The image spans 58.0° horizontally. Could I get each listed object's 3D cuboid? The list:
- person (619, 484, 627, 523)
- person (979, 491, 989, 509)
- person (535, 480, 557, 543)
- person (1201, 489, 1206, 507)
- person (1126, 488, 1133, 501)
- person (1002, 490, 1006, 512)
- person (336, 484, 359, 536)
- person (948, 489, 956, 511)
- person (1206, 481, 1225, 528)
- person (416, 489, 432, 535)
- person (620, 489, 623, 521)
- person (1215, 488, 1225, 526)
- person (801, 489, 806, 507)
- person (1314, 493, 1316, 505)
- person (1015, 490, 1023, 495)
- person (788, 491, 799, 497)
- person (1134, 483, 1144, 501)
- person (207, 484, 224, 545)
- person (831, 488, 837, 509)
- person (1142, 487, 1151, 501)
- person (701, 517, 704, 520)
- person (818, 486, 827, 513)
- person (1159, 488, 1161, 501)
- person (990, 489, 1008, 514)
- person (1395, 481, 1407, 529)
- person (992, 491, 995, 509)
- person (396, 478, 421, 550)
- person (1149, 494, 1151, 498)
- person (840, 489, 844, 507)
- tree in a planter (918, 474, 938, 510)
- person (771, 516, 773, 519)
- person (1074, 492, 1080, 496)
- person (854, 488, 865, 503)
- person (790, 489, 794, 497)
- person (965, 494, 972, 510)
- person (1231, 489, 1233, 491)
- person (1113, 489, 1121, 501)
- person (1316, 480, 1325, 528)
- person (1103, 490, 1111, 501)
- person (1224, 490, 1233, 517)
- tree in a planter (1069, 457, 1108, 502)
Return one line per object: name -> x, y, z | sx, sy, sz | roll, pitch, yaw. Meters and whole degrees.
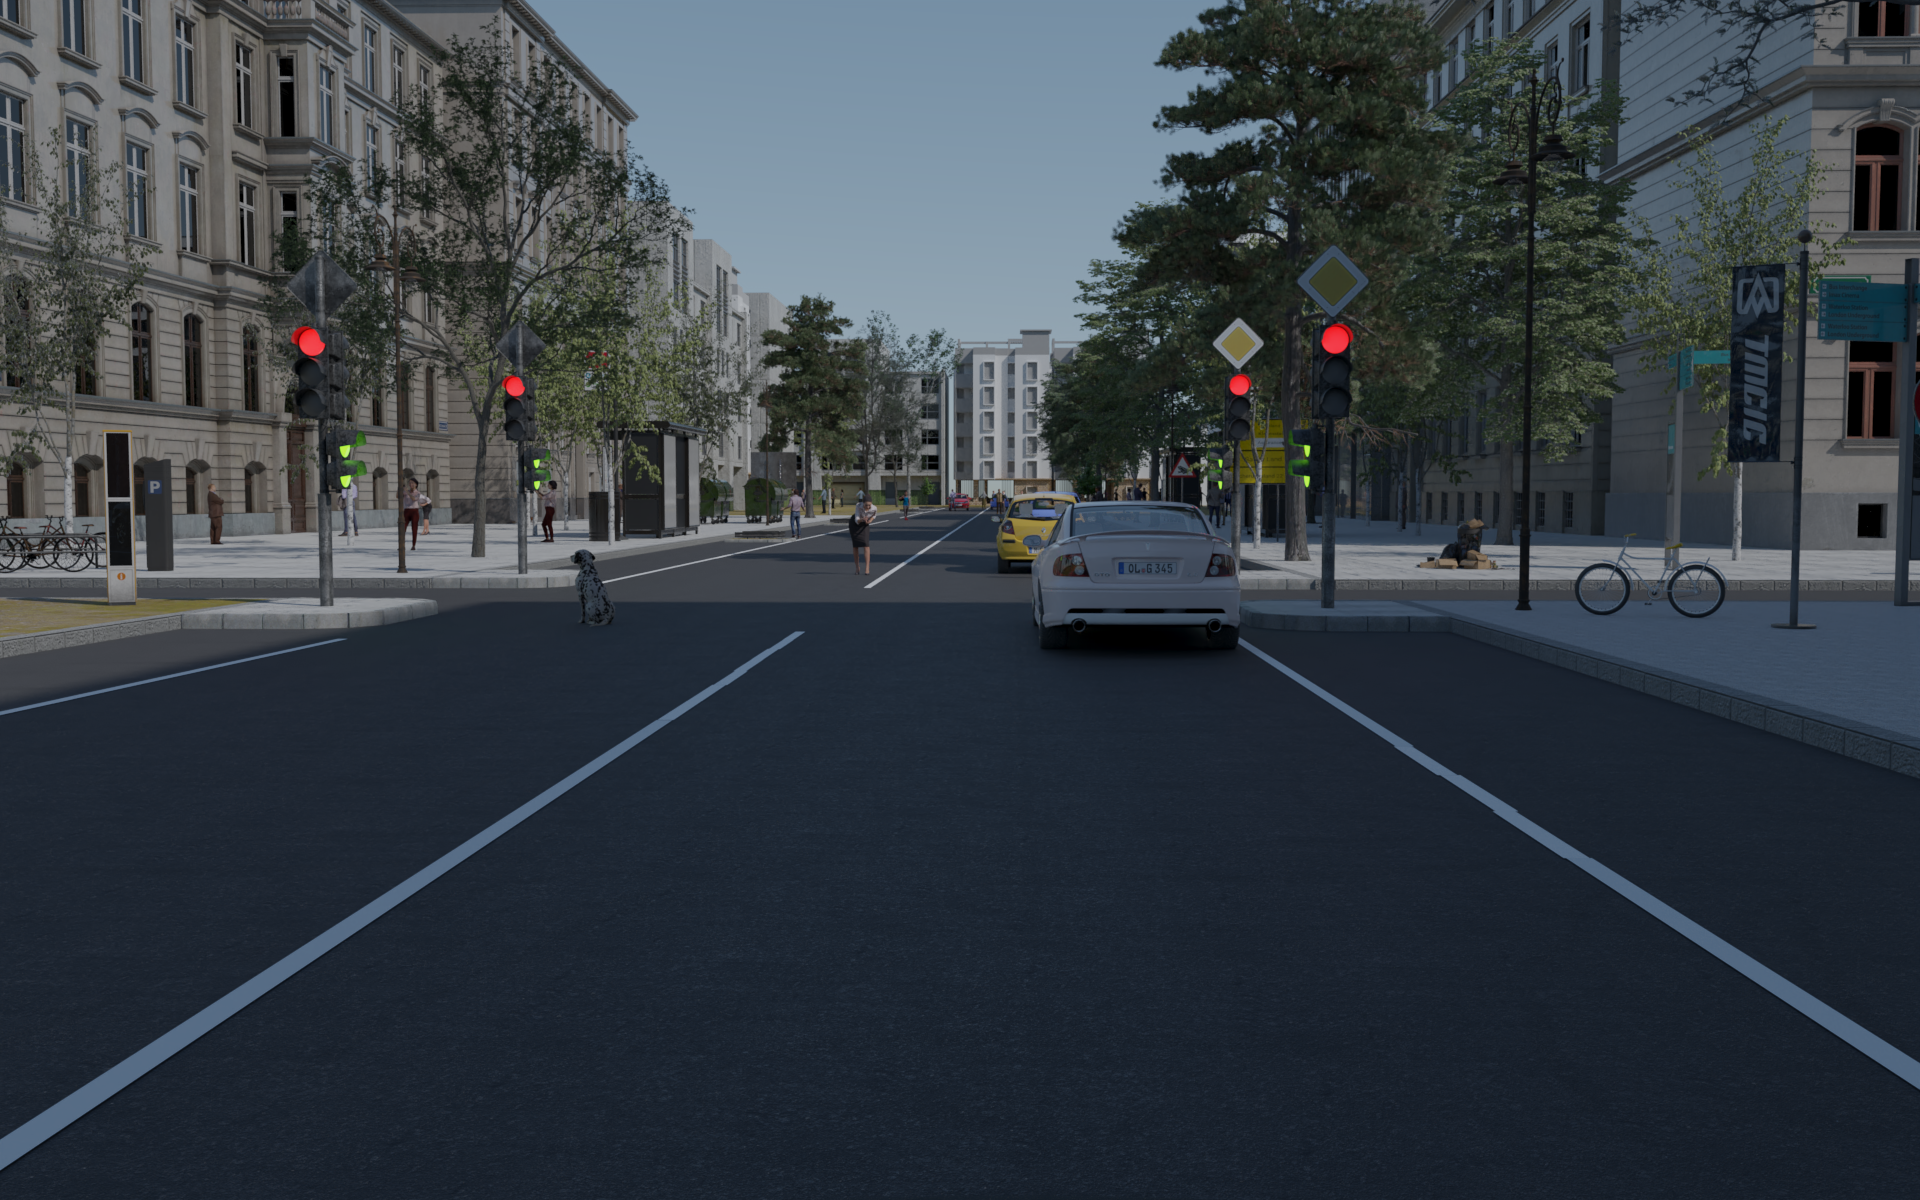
person -> -14.988, -4.270, 76.550 | 0.565, 1.739, 0.600 | 3, 5, 43
person -> 2.324, -9.562, 165.567 | 1.217, 1.736, 0.721 | 2, 4, 27
person -> -10.933, -2.338, 45.735 | 0.566, 1.644, 0.517 | 2, 4, 28
person -> 24.645, -10.465, 177.281 | 1.348, 1.807, 0.705 | -1, 4, -17
person -> 9.150, -5.221, 93.363 | 0.435, 1.587, 0.963 | -1, 4, -12
person -> 3.294, -7.786, 136.602 | 0.742, 1.727, 0.445 | 2, 4, 35
person -> -18.598, -2.848, 52.483 | 0.599, 1.838, 0.709 | 2, 4, 29
person -> -0.649, -8.270, 143.587 | 0.709, 1.838, 0.599 | -1, 4, -23
person -> 9.587, -3.569, 64.922 | 0.617, 1.759, 0.750 | 1, 4, 22
person -> -16.702, -2.717, 53.652 | 0.628, 1.438, 0.799 | 0, 4, -6
person -> -16.218, -4.650, 82.777 | 0.504, 1.737, 0.576 | 2, 4, 29
person -> 10.633, -3.830, 70.723 | 0.516, 1.574, 0.319 | -2, 4, -31
person -> -15.751, -10.304, 175.042 | 0.617, 1.759, 0.750 | -2, 4, -26
person -> 19.517, -5.366, 96.051 | 0.482, 1.546, 0.388 | -3, 5, -44
person -> 4.565, -7.515, 132.174 | 0.742, 1.727, 0.445 | -2, 4, -23
person -> -14.940, -9.089, 155.171 | 1.217, 1.766, 0.721 | 1, 4, 12
person -> 8.056, -4.361, 77.798 | 0.568, 1.767, 0.683 | -3, 4, -36
person -> -18.875, -2.179, 43.940 | 0.388, 1.546, 0.482 | -2, 4, -32
person -> -11.115, -8.931, 152.196 | 0.705, 1.807, 1.348 | 1, 4, 15
person -> 14.891, -8.181, 139.813 | 1.348, 1.822, 0.705 | 2, 4, 29
person -> -12.489, -4.654, 84.355 | 0.499, 1.552, 0.429 | 1, 4, 15
person -> -9.045, -6.641, 114.609 | 0.705, 1.826, 1.348 | 1, 4, 16
person -> 15.330, -7.694, 132.670 | 1.217, 1.723, 0.721 | 0, 4, -3
person -> 2.807, -7.049, 123.848 | 1.348, 1.812, 0.705 | -1, 4, -11
person -> 16.117, -3.466, 63.271 | 0.434, 1.755, 0.990 | 0, 4, 7
person -> 3.389, -9.712, 167.814 | 0.750, 1.759, 0.617 | 1, 4, 14
person -> -12.521, -1.948, 39.346 | 0.566, 1.644, 0.517 | -3, 5, -41
person -> 18.633, -9.762, 165.730 | 1.350, 1.814, 0.705 | 3, 5, 40
person -> -11.459, -9.796, 166.932 | 0.721, 1.735, 1.217 | -1, 4, -10
tree in a planter -> -3.000, -9.737, 156.422 | 1.991, 3.239, 1.994 | 0, 4, 2
person -> -8.908, -4.506, 81.920 | 0.569, 1.553, 0.471 | 2, 4, 24
person -> 10.703, -9.444, 161.179 | 1.217, 1.743, 0.721 | 3, 4, 36
person -> -8.420, -8.567, 146.094 | 0.705, 1.826, 1.348 | 3, 4, 39
person -> -14.809, -9.029, 153.663 | 0.705, 1.824, 1.348 | -2, 4, -27
person -> 0.695, -9.056, 159.831 | 1.065, 1.426, 0.557 | -2, 4, -31
person -> 17.793, -6.444, 112.201 | 0.445, 1.727, 0.742 | -3, 5, -42
person -> 13.345, -8.593, 147.255 | 0.721, 1.735, 1.217 | 3, 5, 39
person -> 13.741, -3.634, 65.328 | 0.599, 1.838, 0.709 | -2, 4, -31
person -> 14.259, -9.932, 169.143 | 1.217, 1.743, 0.721 | 3, 5, 39
person -> 15.156, -5.558, 97.742 | 0.655, 1.722, 0.431 | 2, 4, 23
tree in a planter -> 5.877, -5.001, 78.988 | 1.991, 3.239, 1.994 | 0, 4, 2
